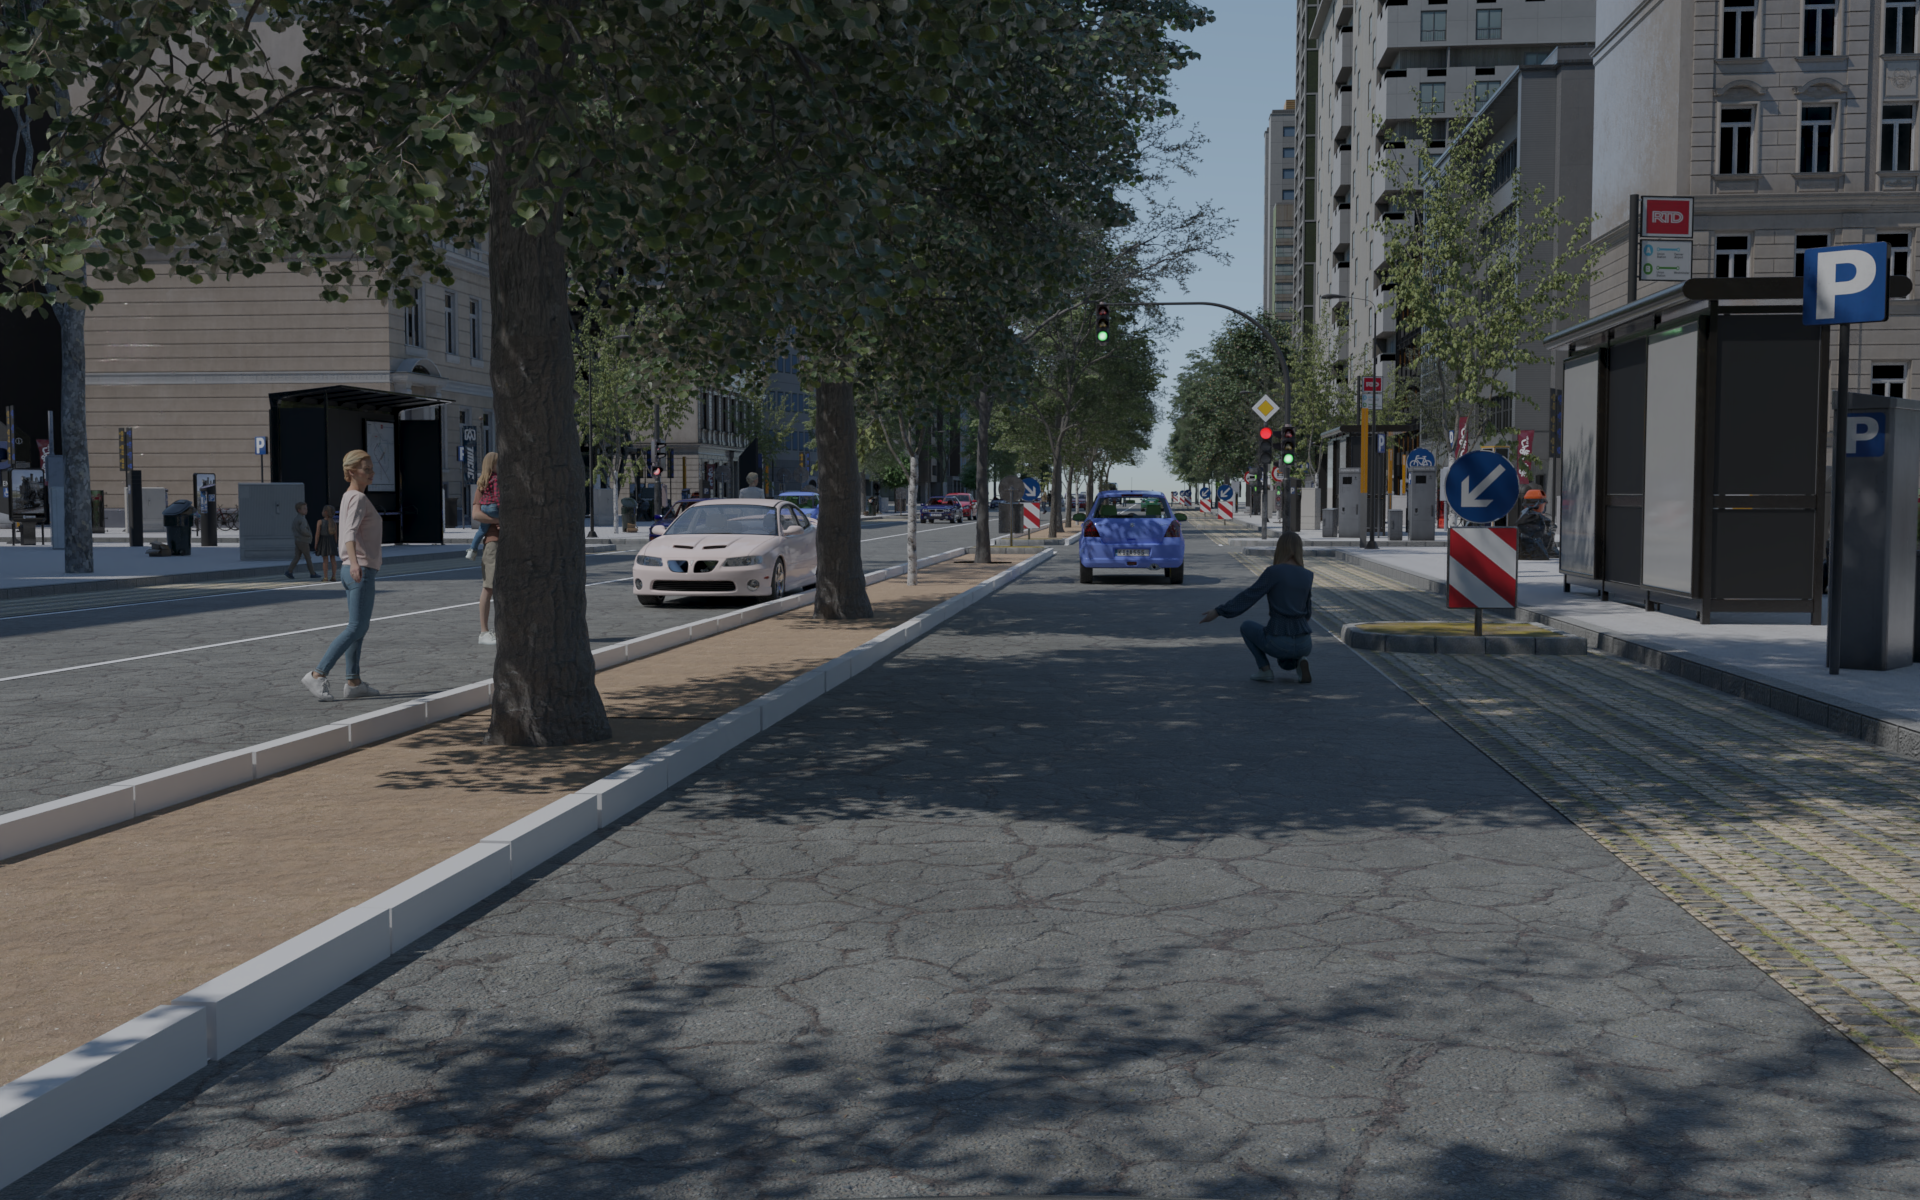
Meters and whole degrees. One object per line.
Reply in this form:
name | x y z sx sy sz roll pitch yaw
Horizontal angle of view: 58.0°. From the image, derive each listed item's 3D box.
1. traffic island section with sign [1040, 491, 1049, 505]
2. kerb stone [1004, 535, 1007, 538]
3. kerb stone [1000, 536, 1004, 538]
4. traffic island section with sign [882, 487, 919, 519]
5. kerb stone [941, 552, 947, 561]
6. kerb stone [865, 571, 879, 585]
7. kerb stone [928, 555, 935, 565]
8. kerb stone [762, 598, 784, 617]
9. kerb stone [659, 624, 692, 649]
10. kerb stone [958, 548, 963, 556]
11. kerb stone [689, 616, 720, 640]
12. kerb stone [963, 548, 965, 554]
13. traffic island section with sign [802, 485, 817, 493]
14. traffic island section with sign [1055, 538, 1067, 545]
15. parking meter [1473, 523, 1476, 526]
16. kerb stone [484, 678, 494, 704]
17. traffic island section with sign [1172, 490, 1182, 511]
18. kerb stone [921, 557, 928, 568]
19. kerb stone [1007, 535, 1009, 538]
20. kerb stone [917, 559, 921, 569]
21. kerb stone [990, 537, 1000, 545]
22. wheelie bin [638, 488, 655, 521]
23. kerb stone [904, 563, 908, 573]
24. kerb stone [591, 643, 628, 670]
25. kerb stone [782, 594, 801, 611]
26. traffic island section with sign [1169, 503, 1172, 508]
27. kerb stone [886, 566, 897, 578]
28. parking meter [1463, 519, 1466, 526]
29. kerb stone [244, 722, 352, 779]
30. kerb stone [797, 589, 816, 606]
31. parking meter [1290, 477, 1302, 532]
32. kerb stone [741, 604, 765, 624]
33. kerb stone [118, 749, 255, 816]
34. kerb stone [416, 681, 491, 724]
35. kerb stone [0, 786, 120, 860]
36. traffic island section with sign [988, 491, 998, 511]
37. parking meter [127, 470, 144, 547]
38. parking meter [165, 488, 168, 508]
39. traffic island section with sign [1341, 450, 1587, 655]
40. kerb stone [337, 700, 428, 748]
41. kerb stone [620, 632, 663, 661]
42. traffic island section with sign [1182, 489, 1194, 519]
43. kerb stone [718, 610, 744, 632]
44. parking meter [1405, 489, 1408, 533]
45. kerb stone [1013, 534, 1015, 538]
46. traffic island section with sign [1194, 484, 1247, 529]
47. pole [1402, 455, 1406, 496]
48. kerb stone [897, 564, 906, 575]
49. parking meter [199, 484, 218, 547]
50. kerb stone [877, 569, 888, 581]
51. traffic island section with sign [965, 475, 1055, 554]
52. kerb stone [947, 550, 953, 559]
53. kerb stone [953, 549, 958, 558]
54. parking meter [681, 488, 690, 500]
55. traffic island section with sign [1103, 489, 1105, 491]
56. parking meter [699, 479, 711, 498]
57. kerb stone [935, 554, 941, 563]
traffic island section with sign | 11.336 -13.647 231.750 1.989 1.847 2.006 0 4 6
kerb stone | 1.209 -1.794 51.531 0.120 0.150 1.000 0 4 6
kerb stone | 1.094 -1.729 50.514 0.120 0.150 1.000 0 4 6
traffic island section with sign | -3.408 -5.582 99.897 1.989 1.847 2.006 0 4 6
kerb stone | -0.442 -0.885 36.688 0.120 0.150 1.000 0 4 6
kerb stone | -1.471 -0.322 27.498 0.120 0.150 1.000 0 4 6
kerb stone | -0.670 -0.762 34.652 0.120 0.150 1.000 0 4 6
kerb stone | -2.264 0.116 20.360 0.120 0.150 1.000 0 4 6
kerb stone | -2.734 0.362 16.291 0.120 0.150 1.000 0 4 6
kerb stone | -0.096 -1.074 39.752 0.120 0.150 1.000 0 4 6
kerb stone | -2.609 0.299 17.312 0.120 0.150 1.000 0 4 6
kerb stone | 0.012 -1.136 40.769 0.120 0.150 1.000 0 4 6
traffic island section with sign | -6.398 -3.944 73.107 1.989 1.847 2.006 0 4 6
traffic island section with sign | 2.018 -2.517 49.286 2.006 1.907 1.989 0 4 6
parking meter | 8.544 -1.210 28.199 0.372 1.533 0.369 0 3 0
kerb stone | -3.180 0.610 12.218 0.120 0.150 1.000 0 4 6
traffic island section with sign | 19.332 -8.513 147.809 1.989 1.847 2.006 0 4 6
kerb stone | -0.790 -0.699 33.627 0.120 0.150 1.000 0 4 6
kerb stone | 1.323 -1.856 52.546 0.120 0.150 1.000 0 4 6
kerb stone | -0.903 -0.635 32.611 0.120 0.150 1.000 0 4 6
kerb stone | 0.974 -1.670 49.493 0.120 0.150 1.000 0 4 6
wheelie bin | -15.014 -4.616 83.386 0.980 1.594 0.693 0 4 -1
kerb stone | -1.012 -0.574 31.579 0.120 0.150 1.000 0 4 6
kerb stone | -2.961 0.490 14.251 0.120 0.150 1.000 0 4 6
kerb stone | -2.150 0.058 21.376 0.120 0.150 1.000 0 4 6
traffic island section with sign | 22.325 -10.153 174.625 1.989 1.847 2.006 0 4 6
kerb stone | -1.243 -0.449 29.530 0.120 0.150 1.000 0 4 6
parking meter | 15.830 -2.949 53.932 0.255 1.863 0.399 1 4 20
kerb stone | -3.516 0.801 9.147 0.120 0.150 1.000 0 4 6
kerb stone | -2.034 -0.012 22.391 0.120 0.150 1.000 0 4 6
parking meter | 11.318 -3.229 58.510 0.255 1.863 0.399 -3 4 -38
kerb stone | -2.373 0.177 19.343 0.120 0.150 1.000 0 4 6
kerb stone | -3.637 0.860 8.132 0.120 0.150 1.000 0 4 6
kerb stone | -3.295 0.673 11.200 0.120 0.150 1.000 0 4 6
kerb stone | -3.744 0.922 7.115 0.120 0.150 1.000 0 4 6
traffic island section with sign | 2.230 -8.664 150.289 1.989 1.847 2.006 0 4 6
parking meter | -20.175 -2.242 42.372 0.255 1.863 0.399 -3 4 -38
parking meter | -38.910 -4.640 84.283 0.372 1.533 0.369 0 3 0
traffic island section with sign | 4.663 -0.471 16.335 1.989 1.847 2.006 0 4 6
kerb stone | -3.405 0.735 10.173 0.120 0.150 1.000 0 4 6
kerb stone | -2.839 0.423 15.274 0.120 0.150 1.000 0 4 6
traffic island section with sign | 13.816 -5.495 98.479 1.989 1.847 2.006 0 4 6
kerb stone | -2.490 0.243 18.328 0.120 0.150 1.000 0 4 6
parking meter | 15.026 -3.010 57.631 0.372 1.533 0.369 0 3 0
kerb stone | 1.556 -1.980 54.584 0.120 0.150 1.000 0 4 6
traffic island section with sign | 10.807 -3.844 71.482 1.989 1.847 2.006 0 4 6
pole | 23.090 -5.886 90.086 0.158 3.312 0.155 0 3 0
kerb stone | -1.133 -0.510 30.564 0.120 0.150 1.000 0 4 6
parking meter | -18.426 -2.083 42.468 0.372 1.533 0.369 0 3 0
kerb stone | -1.367 -0.384 28.515 0.120 0.150 1.000 0 4 6
traffic island section with sign | 1.186 -2.067 41.925 2.006 1.907 1.989 0 4 6
kerb stone | -0.331 -0.943 37.705 0.120 0.150 1.000 0 4 6
kerb stone | -0.213 -1.012 38.736 0.120 0.150 1.000 0 4 6
parking meter | -11.861 -4.070 74.957 0.372 1.533 0.369 0 3 0
traffic island section with sign | 10.348 -7.084 123.963 2.006 1.907 1.989 0 4 6
parking meter | -9.975 -3.796 67.768 0.399 1.863 0.255 -3 4 -37
kerb stone | -0.560 -0.824 35.668 0.120 0.150 1.000 0 4 6
